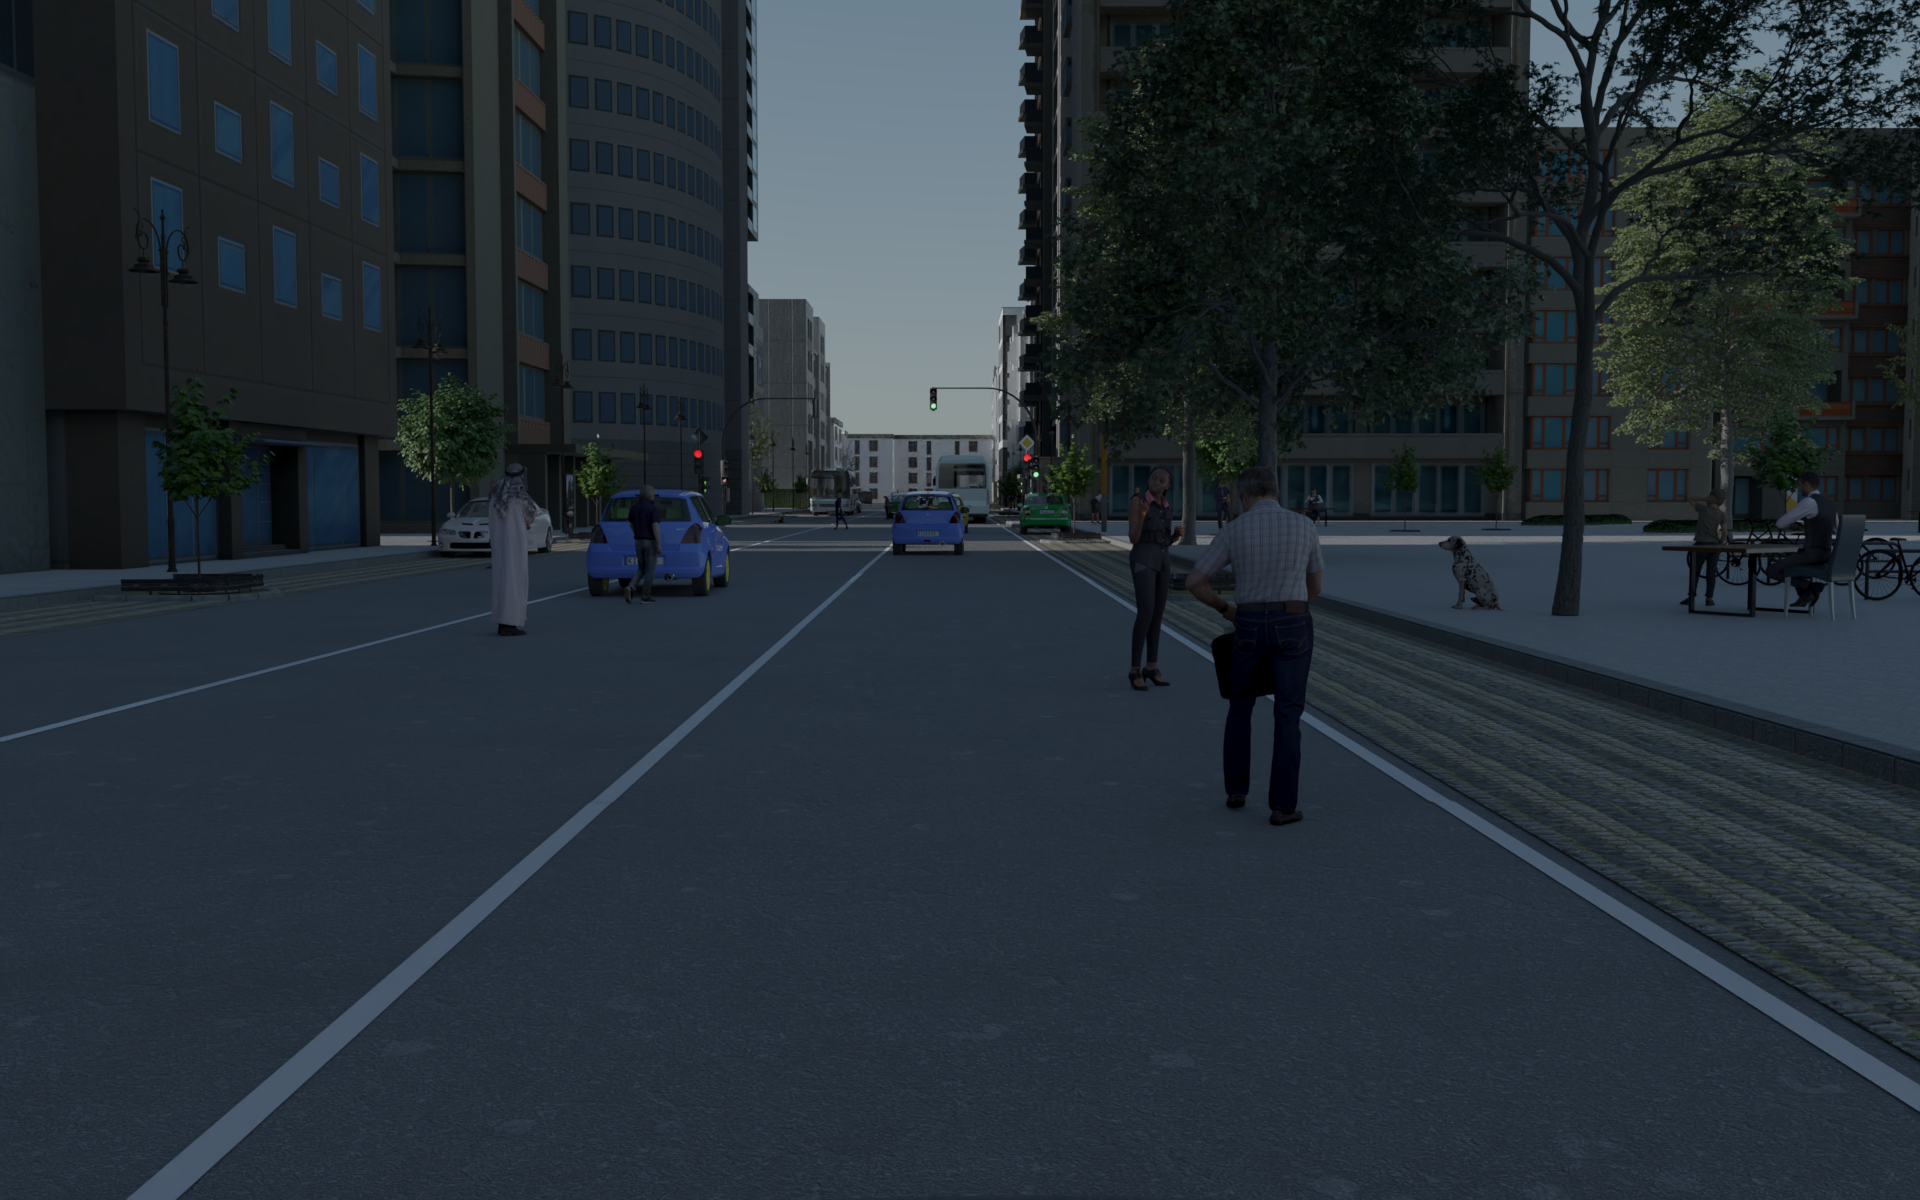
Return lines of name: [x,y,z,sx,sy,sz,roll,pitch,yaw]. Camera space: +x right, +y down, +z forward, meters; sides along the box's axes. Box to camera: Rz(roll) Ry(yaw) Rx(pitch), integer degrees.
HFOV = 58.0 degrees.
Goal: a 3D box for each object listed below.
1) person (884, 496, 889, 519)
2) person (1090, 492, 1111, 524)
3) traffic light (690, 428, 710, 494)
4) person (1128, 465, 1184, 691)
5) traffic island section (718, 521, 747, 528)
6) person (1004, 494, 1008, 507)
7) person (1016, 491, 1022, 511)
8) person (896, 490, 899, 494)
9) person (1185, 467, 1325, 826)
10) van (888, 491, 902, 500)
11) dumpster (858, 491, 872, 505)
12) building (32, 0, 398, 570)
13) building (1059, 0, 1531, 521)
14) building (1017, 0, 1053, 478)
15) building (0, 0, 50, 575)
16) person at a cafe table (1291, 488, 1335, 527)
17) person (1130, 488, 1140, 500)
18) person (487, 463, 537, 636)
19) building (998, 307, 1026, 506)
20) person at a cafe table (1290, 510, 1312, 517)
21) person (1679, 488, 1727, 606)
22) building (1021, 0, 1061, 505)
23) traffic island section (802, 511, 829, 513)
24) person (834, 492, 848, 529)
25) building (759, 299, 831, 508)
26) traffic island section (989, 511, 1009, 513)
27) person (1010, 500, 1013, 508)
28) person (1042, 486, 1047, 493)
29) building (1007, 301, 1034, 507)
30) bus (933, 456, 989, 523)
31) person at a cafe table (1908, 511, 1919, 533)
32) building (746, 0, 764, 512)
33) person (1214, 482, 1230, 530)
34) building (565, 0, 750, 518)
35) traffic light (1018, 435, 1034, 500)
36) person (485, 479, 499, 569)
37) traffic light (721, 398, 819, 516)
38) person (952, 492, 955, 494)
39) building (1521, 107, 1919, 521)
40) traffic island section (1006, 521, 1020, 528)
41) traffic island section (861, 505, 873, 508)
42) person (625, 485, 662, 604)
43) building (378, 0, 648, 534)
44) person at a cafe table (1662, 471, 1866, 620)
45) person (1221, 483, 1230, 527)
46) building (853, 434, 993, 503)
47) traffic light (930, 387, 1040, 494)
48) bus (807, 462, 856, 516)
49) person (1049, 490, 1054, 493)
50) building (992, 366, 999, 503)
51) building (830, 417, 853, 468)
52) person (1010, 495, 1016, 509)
person: [-4.143,-5.224,97.827,0.435,1.345,0.340,3,4,38]
person: [5.929,-3.929,73.472,0.799,1.438,0.628,-3,5,-40]
traffic light: [-11.073,-5.183,73.663,0.839,4.253,0.868,0,4,0]
person: [1.442,-0.172,12.777,0.415,1.643,0.593,0,4,7]
traffic island section: [-11.159,-3.639,81.783,2.009,0.180,2.903,0,4,0]
person: [4.384,-9.966,169.794,0.742,1.727,0.445,1,4,9]
person: [4.468,-7.494,130.845,0.388,1.546,0.482,-2,4,-23]
person: [-5.476,-8.697,150.817,0.434,1.807,0.598,-2,4,-29]
person: [1.311,0.183,7.721,0.614,1.554,0.590,0,4,6]
van: [-8.377,-13.475,227.334,2.013,2.044,4.112,0,4,0]
dumpster: [-11.919,-12.821,217.844,1.865,1.857,1.264,0,4,-1]
building: [-20.840,-23.523,34.716,14.600,45.320,14.200,0,4,0]
building: [16.097,-28.606,91.408,21.600,48.544,21.300,0,4,0]
building: [15.995,-29.791,141.704,22.147,44.769,28.867,0,4,0]
building: [-24.324,-42.704,10.879,22.319,86.520,31.000,0,4,0]
person at a cafe table: [14.021,-3.686,68.777,1.698,1.524,1.622,1,4,13]
person: [7.220,-3.844,71.158,0.388,1.546,0.482,-2,4,-28]
person: [-4.546,-0.516,17.607,0.551,1.740,0.621,0,4,6]
building: [18.454,-22.115,205.554,27.936,21.610,32.646,0,4,0]
person at a cafe table: [10.901,-2.921,58.622,1.726,1.238,1.698,0,4,1]
person: [8.574,-0.612,19.961,0.435,1.345,0.340,0,4,6]
building: [14.834,-41.461,116.136,20.563,71.187,20.611,0,4,0]
traffic island section: [-11.136,-6.759,133.378,1.991,0.108,1.994,0,4,0]
person: [-4.820,-3.604,69.974,0.613,1.512,0.480,0,4,-4]
building: [-22.385,-18.731,172.716,16.747,18.905,31.486,0,4,0]
traffic island section: [2.887,-6.768,133.527,1.991,0.108,1.994,0,4,0]
person: [4.426,-8.638,150.506,0.421,1.427,0.697,0,4,2]
person: [5.152,-6.148,106.688,0.434,1.807,0.598,0,4,5]
building: [13.025,-19.270,171.481,16.016,20.091,11.380,0,4,0]
bus: [0.045,-5.769,89.189,2.948,3.499,13.247,0,4,-1]
person at a cafe table: [32.479,-2.812,56.843,1.698,1.238,1.726,-1,4,-11]
building: [-26.063,-50.116,132.062,22.319,86.520,31.000,0,4,0]
person: [8.663,-3.065,56.599,0.683,1.767,0.568,-1,4,-14]
building: [-23.713,-33.743,93.698,21.231,58.520,28.212,0,4,0]
traffic light: [3.142,-5.677,81.747,0.839,4.253,0.868,0,4,0]
person: [-8.873,-1.450,33.144,0.436,1.711,0.756,-1,4,-15]
traffic light: [-9.028,-6.546,81.695,4.771,5.953,1.251,0,4,0]
person: [-0.257,-3.498,68.382,0.600,1.496,0.574,1,4,10]
building: [41.327,-15.332,95.722,28.899,21.520,27.650,0,4,0]
traffic island section: [3.182,-3.644,81.861,2.009,0.180,2.903,0,4,0]
traffic island section: [-11.587,-11.487,210.680,1.991,0.108,1.994,0,4,0]
person: [-4.180,-0.728,22.616,0.471,1.553,0.569,-2,4,-24]
building: [-27.665,-24.908,61.875,28.867,44.769,22.147,0,4,0]
person at a cafe table: [8.659,-0.597,18.284,1.698,1.524,1.622,-2,4,-31]
person: [9.402,-3.378,61.401,0.434,1.807,0.598,-2,4,-25]
building: [-9.370,-18.570,245.764,28.070,9.664,9.099,0,4,0]
traffic light: [1.097,-6.051,73.608,4.771,5.953,1.251,0,4,0]
bus: [-8.482,-7.444,116.561,2.948,3.499,13.247,0,4,-2]
person: [3.635,-3.685,70.218,0.593,1.643,0.415,-3,5,-40]
building: [12.722,-22.699,227.540,16.016,20.091,11.380,0,4,0]
building: [-18.245,-15.968,203.226,9.099,9.664,28.070,0,4,0]
person: [4.485,-8.611,147.652,0.655,1.722,0.431,1,4,20]
